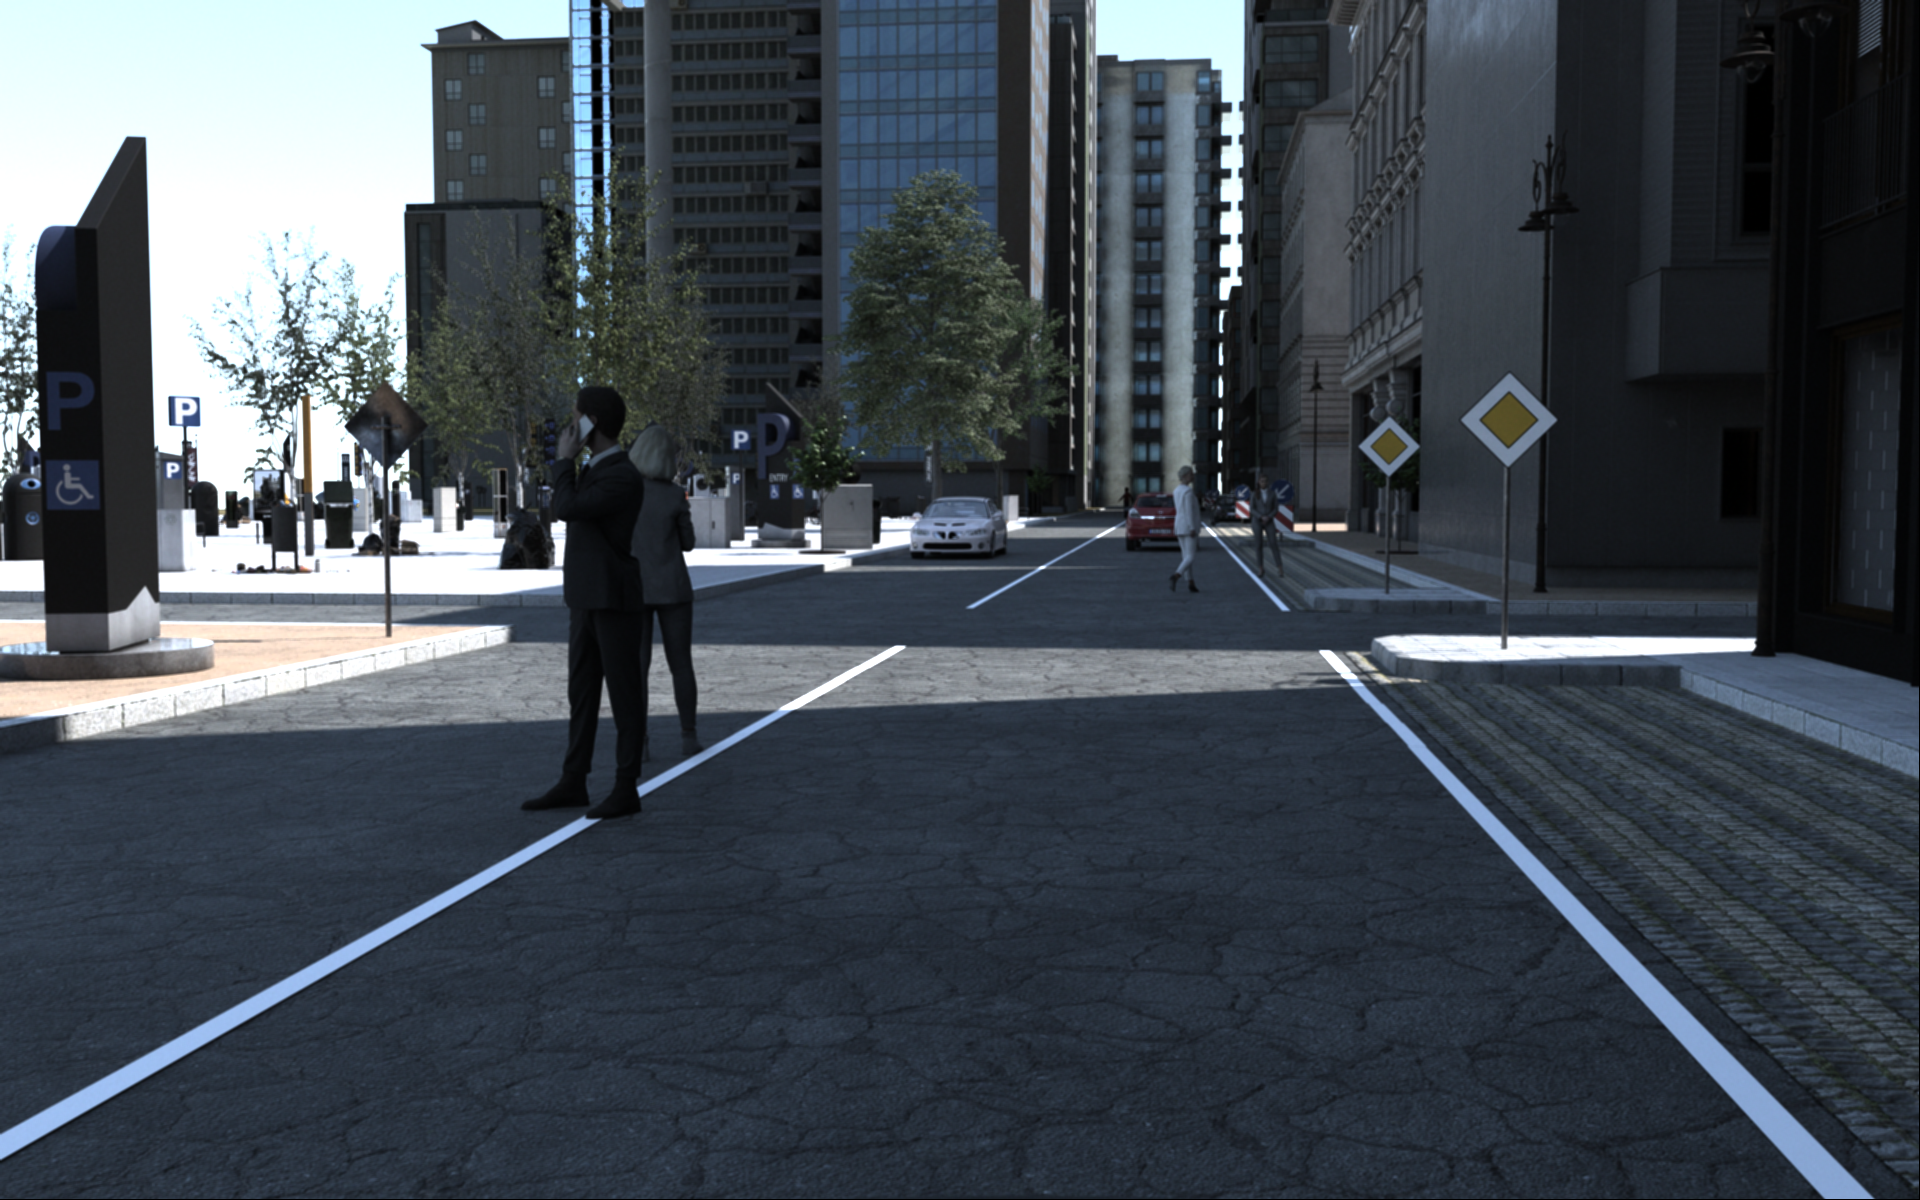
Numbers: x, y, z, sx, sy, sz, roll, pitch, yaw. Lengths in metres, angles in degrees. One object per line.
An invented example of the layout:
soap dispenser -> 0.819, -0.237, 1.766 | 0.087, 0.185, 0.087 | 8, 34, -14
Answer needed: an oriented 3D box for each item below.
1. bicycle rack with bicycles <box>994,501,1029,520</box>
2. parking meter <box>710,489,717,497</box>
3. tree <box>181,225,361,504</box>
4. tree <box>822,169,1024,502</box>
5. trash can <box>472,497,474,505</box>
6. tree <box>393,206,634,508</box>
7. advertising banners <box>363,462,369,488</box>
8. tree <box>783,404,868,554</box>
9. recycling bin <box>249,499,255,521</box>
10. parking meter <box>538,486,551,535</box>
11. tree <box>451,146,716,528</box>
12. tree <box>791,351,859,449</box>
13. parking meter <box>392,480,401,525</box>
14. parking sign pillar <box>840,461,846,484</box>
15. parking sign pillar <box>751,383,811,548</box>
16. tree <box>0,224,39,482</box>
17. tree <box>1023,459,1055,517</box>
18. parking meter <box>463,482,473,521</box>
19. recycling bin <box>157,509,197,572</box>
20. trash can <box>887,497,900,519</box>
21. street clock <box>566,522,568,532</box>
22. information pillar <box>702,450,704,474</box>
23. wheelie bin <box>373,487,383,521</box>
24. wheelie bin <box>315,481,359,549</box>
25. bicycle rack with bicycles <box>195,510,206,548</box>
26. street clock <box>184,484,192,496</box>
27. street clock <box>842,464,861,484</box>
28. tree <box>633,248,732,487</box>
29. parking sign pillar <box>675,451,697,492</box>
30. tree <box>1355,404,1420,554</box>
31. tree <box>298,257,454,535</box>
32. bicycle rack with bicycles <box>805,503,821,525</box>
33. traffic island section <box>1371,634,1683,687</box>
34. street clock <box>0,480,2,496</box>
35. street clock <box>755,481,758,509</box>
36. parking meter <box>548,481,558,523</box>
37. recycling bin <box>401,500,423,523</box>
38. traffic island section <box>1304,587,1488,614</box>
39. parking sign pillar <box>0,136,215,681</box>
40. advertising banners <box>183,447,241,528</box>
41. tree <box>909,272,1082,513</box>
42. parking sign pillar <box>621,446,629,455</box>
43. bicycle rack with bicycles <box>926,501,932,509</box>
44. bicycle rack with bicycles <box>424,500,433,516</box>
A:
bicycle rack with bicycles -> 2.194, -4.420, 85.656 | 2.852, 0.926, 2.925 | -1, 4, -14
parking meter -> -12.705, -4.948, 89.314 | 0.372, 1.533, 0.369 | 0, 3, 0
tree -> -18.354, -5.902, 46.862 | 4.360, 8.622, 3.978 | 0, 3, 0
tree -> -1.178, -8.753, 61.246 | 7.486, 12.596, 7.792 | 0, 3, 0
trash can -> -25.226, -4.706, 88.600 | 0.748, 1.137, 0.748 | 0, 3, 0
tree -> -11.374, -5.721, 43.902 | 4.360, 8.622, 3.978 | 0, 3, 0
advertising banners -> -31.766, -5.990, 94.120 | 2.074, 3.025, 0.090 | 2, 4, 35
tree -> -3.039, -2.616, 37.366 | 1.663, 3.219, 1.824 | 0, 3, 0
recycling bin -> -33.493, -4.302, 82.886 | 0.722, 1.027, 0.722 | 1, 4, 18
parking meter -> -12.891, -2.774, 53.768 | 0.372, 1.533, 0.369 | 0, 3, 0
tree -> -7.624, -5.341, 37.686 | 4.737, 8.622, 4.395 | 0, 3, 0
tree -> -6.849, -8.398, 87.673 | 4.360, 8.622, 3.978 | 0, 3, 0
parking meter -> -23.255, -4.020, 71.434 | 0.255, 1.863, 0.399 | 0, 4, -2
parking sign pillar -> -6.707, -6.477, 94.374 | 1.447, 3.967, 1.447 | -1, 4, -14
parking sign pillar -> -4.292, -3.243, 41.487 | 1.447, 3.967, 1.447 | -3, 5, -45
tree -> -26.164, -5.988, 48.260 | 4.360, 8.622, 3.978 | 0, 3, 0
tree -> 4.255, -6.227, 96.413 | 1.663, 3.219, 1.824 | 0, 3, 0
parking meter -> -23.810, -4.776, 83.794 | 0.399, 1.863, 0.255 | 0, 4, -4
recycling bin -> -13.129, -0.988, 28.700 | 0.722, 1.027, 0.722 | 0, 4, -8
trash can -> -3.482, -4.859, 91.094 | 0.748, 1.137, 0.748 | 0, 3, 0
street clock -> -12.632, -3.146, 55.999 | 0.471, 2.002, 0.358 | 3, 5, 43
information pillar -> -13.547, -6.121, 91.426 | 0.183, 3.616, 0.504 | -1, 4, -12
wheelie bin -> -27.913, -4.544, 82.200 | 0.693, 1.594, 0.980 | 0, 4, 7
wheelie bin -> -14.643, -2.006, 40.712 | 0.980, 1.594, 0.693 | -2, 4, -23
bicycle rack with bicycles -> -18.767, -1.633, 40.077 | 2.852, 0.926, 2.925 | -1, 4, -13
street clock -> -30.129, -3.856, 67.621 | 0.358, 2.002, 0.471 | 2, 4, 35
street clock -> -2.594, -2.250, 41.355 | 0.358, 2.002, 0.471 | -3, 5, -41
tree -> -8.564, -6.193, 51.626 | 4.360, 8.622, 3.978 | 0, 3, 0
parking sign pillar -> -14.642, -6.325, 91.882 | 1.447, 3.967, 1.447 | 0, 4, -2
tree -> 9.527, -2.626, 37.542 | 1.663, 3.219, 1.824 | 0, 3, 0
tree -> -18.385, -6.320, 53.689 | 4.737, 8.622, 4.395 | 0, 3, 0
bicycle rack with bicycles -> -5.572, -3.604, 72.315 | 2.925, 0.926, 2.852 | 0, 4, 6
traffic island section -> 4.522, 0.486, 14.336 | 2.009, 0.180, 2.903 | 0, 4, 7
street clock -> -48.114, -5.024, 86.719 | 0.358, 2.002, 0.471 | -2, 4, -35
street clock -> -11.051, -5.556, 95.410 | 0.358, 2.002, 0.471 | 2, 4, 33
parking meter -> -18.118, -4.371, 77.174 | 0.399, 1.863, 0.255 | 1, 4, 10
recycling bin -> -24.475, -3.961, 77.318 | 0.722, 1.027, 0.722 | -3, 5, -39
traffic island section -> 5.506, 0.001, 22.260 | 2.009, 0.180, 2.903 | 0, 4, 7
parking sign pillar -> -6.214, -1.469, 12.498 | 1.447, 3.967, 1.447 | -1, 4, -10
advertising banners -> -28.009, -4.199, 64.841 | 2.074, 3.025, 0.090 | 0, 4, 0
tree -> 1.721, -9.571, 82.246 | 9.928, 11.665, 9.643 | 0, 3, 0
parking sign pillar -> -14.760, -5.279, 74.790 | 1.447, 3.967, 1.447 | -2, 4, -31
bicycle rack with bicycles -> -0.634, -4.724, 90.626 | 2.852, 0.926, 2.925 | 0, 4, 5
bicycle rack with bicycles -> -30.536, -5.226, 98.819 | 2.852, 0.926, 2.925 | -1, 4, -17
